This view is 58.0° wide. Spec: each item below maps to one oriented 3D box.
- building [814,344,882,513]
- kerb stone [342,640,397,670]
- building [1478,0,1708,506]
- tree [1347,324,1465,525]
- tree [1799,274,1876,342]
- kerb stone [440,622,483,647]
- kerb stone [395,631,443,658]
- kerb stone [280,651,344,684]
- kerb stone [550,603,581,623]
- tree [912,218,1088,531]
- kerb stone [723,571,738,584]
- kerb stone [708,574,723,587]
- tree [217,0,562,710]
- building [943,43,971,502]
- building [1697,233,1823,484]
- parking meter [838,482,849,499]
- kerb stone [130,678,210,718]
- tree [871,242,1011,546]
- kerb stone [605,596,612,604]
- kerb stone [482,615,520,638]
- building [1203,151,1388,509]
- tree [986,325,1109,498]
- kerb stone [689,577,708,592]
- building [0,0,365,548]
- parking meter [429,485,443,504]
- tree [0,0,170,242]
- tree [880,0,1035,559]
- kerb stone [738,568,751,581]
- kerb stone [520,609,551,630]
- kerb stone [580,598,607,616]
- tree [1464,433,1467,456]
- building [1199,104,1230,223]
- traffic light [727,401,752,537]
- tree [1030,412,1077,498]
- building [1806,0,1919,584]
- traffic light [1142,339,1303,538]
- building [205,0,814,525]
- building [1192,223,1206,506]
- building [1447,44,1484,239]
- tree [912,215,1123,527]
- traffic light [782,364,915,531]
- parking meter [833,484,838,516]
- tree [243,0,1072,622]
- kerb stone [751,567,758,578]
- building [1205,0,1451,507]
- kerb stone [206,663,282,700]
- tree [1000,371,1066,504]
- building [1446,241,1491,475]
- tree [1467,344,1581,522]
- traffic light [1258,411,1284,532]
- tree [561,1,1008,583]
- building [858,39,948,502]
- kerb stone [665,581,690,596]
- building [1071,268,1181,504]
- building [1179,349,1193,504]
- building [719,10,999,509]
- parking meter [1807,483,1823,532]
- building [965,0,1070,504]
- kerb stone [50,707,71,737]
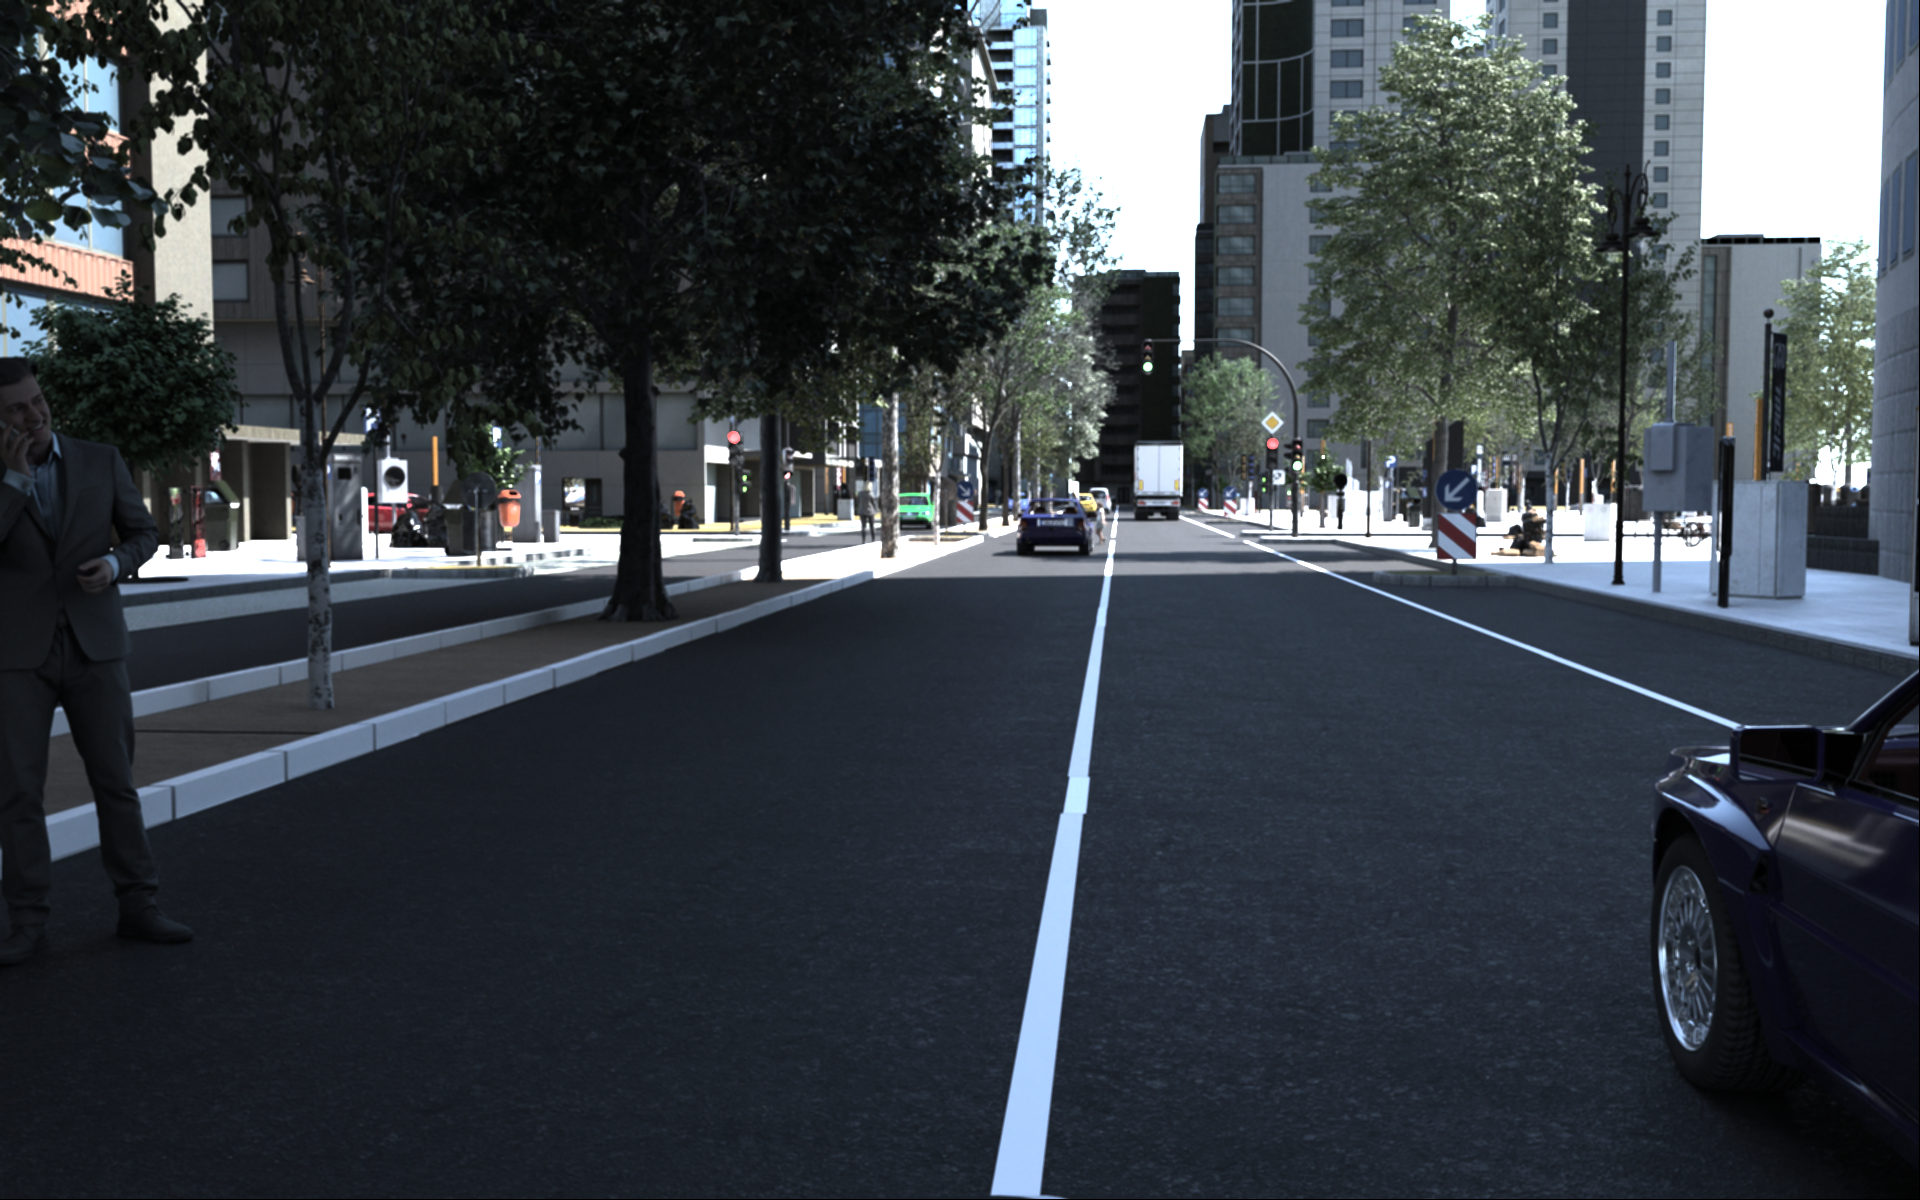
[{"bbox_3d":[-15.956,-41.923,123.695,20.563,71.187,20.611,0,4,5],"label":"building"},{"bbox_3d":[-4.988,0.474,14.462,0.120,0.150,1.000,0,4,5],"label":"kerb stone"},{"bbox_3d":[69.090,-46.190,193.456,20.611,71.187,20.563,0,4,5],"label":"building"},{"bbox_3d":[17.473,-7.377,70.983,4.360,8.622,3.978,0,3,0],"label":"tree"},{"bbox_3d":[29.745,-6.642,58.951,4.737,8.622,4.395,0,3,0],"label":"tree"},{"bbox_3d":[-4.809,0.348,16.505,0.120,0.150,1.000,0,4,5],"label":"kerb stone"},{"bbox_3d":[-4.901,0.410,15.485,0.120,0.150,1.000,0,4,5],"label":"kerb stone"},{"bbox_3d":[-5.084,0.538,13.445,0.120,0.150,1.000,0,4,5],"label":"kerb stone"},{"bbox_3d":[-4.520,0.161,19.557,0.120,0.150,1.000,0,4,5],"label":"kerb stone"},{"bbox_3d":[0.970,-8.335,64.485,9.928,11.665,9.643,0,3,0],"label":"tree"},{"bbox_3d":[-3.760,-0.339,27.736,0.120,0.150,1.000,0,4,5],"label":"kerb stone"},{"bbox_3d":[-3.862,-0.276,26.720,0.120,0.150,1.000,0,4,5],"label":"kerb stone"},{"bbox_3d":[-4.230,-3.559,11.014,4.737,8.622,4.395,0,3,0],"label":"tree"},{"bbox_3d":[-11.502,-33.444,166.415,23.786,49.044,30.456,0,4,5],"label":"building"},{"bbox_3d":[87.327,-25.947,195.927,14.107,30.474,14.160,0,4,5],"label":"building"},{"bbox_3d":[-5.703,-4.907,85.939,0.399,1.863,0.255,0,4,8],"label":"parking meter"},{"bbox_3d":[-5.276,0.661,11.400,0.120,0.150,1.000,0,4,5],"label":"kerb stone"},{"bbox_3d":[-0.642,-5.791,47.497,4.360,8.622,3.978,0,3,0],"label":"tree"},{"bbox_3d":[-4.340,0.039,21.607,0.120,0.150,1.000,0,4,5],"label":"kerb stone"},{"bbox_3d":[-4.714,0.286,17.522,0.120,0.150,1.000,0,4,5],"label":"kerb stone"},{"bbox_3d":[28.938,-23.148,150.176,14.160,30.474,14.107,0,4,5],"label":"building"},{"bbox_3d":[5.860,-12.871,119.555,9.857,13.997,8.962,0,3,0],"label":"tree"},{"bbox_3d":[-3.956,-0.214,25.688,0.120,0.150,1.000,0,4,5],"label":"kerb stone"},{"bbox_3d":[-32.629,-23.558,39.806,28.867,44.769,22.147,0,4,5],"label":"building"},{"bbox_3d":[-15.215,-2.565,50.344,0.372,1.533,0.369,0,3,0],"label":"parking meter"},{"bbox_3d":[-4.859,-5.773,3.495,9.857,13.997,8.962,0,3,0],"label":"tree"},{"bbox_3d":[-2.682,-11.032,38.726,12.611,20.169,13.585,0,3,0],"label":"tree"},{"bbox_3d":[-3.678,-0.399,28.780,0.120,0.150,1.000,0,4,5],"label":"kerb stone"},{"bbox_3d":[-4.624,0.227,18.541,0.120,0.150,1.000,0,4,5],"label":"kerb stone"},{"bbox_3d":[-4.436,0.100,20.582,0.120,0.150,1.000,0,4,5],"label":"kerb stone"},{"bbox_3d":[24.899,-8.674,92.188,4.360,8.622,3.978,0,3,0],"label":"tree"},{"bbox_3d":[34.644,-33.586,199.247,14.600,45.320,14.200,0,4,5],"label":"building"},{"bbox_3d":[-6.729,-3.874,52.263,0.839,4.253,0.868,0,4,5],"label":"traffic light"},{"bbox_3d":[6.639,-10.645,126.872,4.360,8.622,3.978,0,3,0],"label":"tree"},{"bbox_3d":[23.530,-29.187,19.209,21.231,58.520,28.212,0,4,5],"label":"building"},{"bbox_3d":[7.723,-4.657,50.812,4.771,5.953,1.251,0,4,5],"label":"traffic light"},{"bbox_3d":[-20.545,-30.260,83.983,28.713,52.752,27.495,0,4,5],"label":"building"},{"bbox_3d":[31.987,-25.323,185.732,14.160,30.474,14.107,0,4,5],"label":"building"},{"bbox_3d":[73.269,-41.646,222.909,28.212,58.520,21.231,0,4,5],"label":"building"},{"bbox_3d":[2.033,-9.976,75.929,12.009,13.543,11.850,0,3,0],"label":"tree"},{"bbox_3d":[-3.906,-5.223,60.058,4.771,5.953,1.251,0,4,5],"label":"traffic light"},{"bbox_3d":[-7.338,-5.969,103.304,0.399,1.863,0.255,1,4,15],"label":"parking meter"},{"bbox_3d":[-3.622,-6.117,19.476,9.611,12.733,9.660,0,3,0],"label":"tree"},{"bbox_3d":[-3.582,-0.465,29.797,0.120,0.150,1.000,0,4,5],"label":"kerb stone"},{"bbox_3d":[34.639,-44.531,166.330,20.563,71.187,20.611,0,4,5],"label":"building"},{"bbox_3d":[-5.184,0.598,12.425,0.120,0.150,1.000,0,4,5],"label":"kerb stone"},{"bbox_3d":[4.040,-8.985,99.731,4.737,8.622,4.395,0,3,0],"label":"tree"},{"bbox_3d":[52.010,-26.105,198.521,14.107,30.474,14.160,0,4,5],"label":"building"},{"bbox_3d":[26.035,-7.923,79.906,4.360,8.622,3.978,0,3,0],"label":"tree"},{"bbox_3d":[10.546,-4.269,58.713,0.839,4.253,0.868,0,4,5],"label":"traffic light"},{"bbox_3d":[-3.142,-6.576,28.105,7.486,12.596,7.792,0,3,0],"label":"tree"},{"bbox_3d":[-8.591,-30.178,143.526,14.600,45.320,14.200,0,4,5],"label":"building"},{"bbox_3d":[-4.058,-0.146,24.664,0.120,0.150,1.000,0,4,5],"label":"kerb stone"},{"bbox_3d":[21.462,-27.731,225.102,14.107,30.474,14.160,0,4,5],"label":"building"},{"bbox_3d":[43.935,-23.588,230.710,28.899,21.520,27.650,0,4,5],"label":"building"},{"bbox_3d":[-10.345,-37.148,196.605,27.495,52.752,28.713,0,4,5],"label":"building"},{"bbox_3d":[19.570,-1.915,39.722,0.372,1.533,0.369,0,3,0],"label":"parking meter"},{"bbox_3d":[-0.940,-56.096,229.843,31.000,86.520,22.319,0,4,5],"label":"building"},{"bbox_3d":[-5.368,0.723,10.372,0.120,0.150,1.000,0,4,5],"label":"kerb stone"}]
